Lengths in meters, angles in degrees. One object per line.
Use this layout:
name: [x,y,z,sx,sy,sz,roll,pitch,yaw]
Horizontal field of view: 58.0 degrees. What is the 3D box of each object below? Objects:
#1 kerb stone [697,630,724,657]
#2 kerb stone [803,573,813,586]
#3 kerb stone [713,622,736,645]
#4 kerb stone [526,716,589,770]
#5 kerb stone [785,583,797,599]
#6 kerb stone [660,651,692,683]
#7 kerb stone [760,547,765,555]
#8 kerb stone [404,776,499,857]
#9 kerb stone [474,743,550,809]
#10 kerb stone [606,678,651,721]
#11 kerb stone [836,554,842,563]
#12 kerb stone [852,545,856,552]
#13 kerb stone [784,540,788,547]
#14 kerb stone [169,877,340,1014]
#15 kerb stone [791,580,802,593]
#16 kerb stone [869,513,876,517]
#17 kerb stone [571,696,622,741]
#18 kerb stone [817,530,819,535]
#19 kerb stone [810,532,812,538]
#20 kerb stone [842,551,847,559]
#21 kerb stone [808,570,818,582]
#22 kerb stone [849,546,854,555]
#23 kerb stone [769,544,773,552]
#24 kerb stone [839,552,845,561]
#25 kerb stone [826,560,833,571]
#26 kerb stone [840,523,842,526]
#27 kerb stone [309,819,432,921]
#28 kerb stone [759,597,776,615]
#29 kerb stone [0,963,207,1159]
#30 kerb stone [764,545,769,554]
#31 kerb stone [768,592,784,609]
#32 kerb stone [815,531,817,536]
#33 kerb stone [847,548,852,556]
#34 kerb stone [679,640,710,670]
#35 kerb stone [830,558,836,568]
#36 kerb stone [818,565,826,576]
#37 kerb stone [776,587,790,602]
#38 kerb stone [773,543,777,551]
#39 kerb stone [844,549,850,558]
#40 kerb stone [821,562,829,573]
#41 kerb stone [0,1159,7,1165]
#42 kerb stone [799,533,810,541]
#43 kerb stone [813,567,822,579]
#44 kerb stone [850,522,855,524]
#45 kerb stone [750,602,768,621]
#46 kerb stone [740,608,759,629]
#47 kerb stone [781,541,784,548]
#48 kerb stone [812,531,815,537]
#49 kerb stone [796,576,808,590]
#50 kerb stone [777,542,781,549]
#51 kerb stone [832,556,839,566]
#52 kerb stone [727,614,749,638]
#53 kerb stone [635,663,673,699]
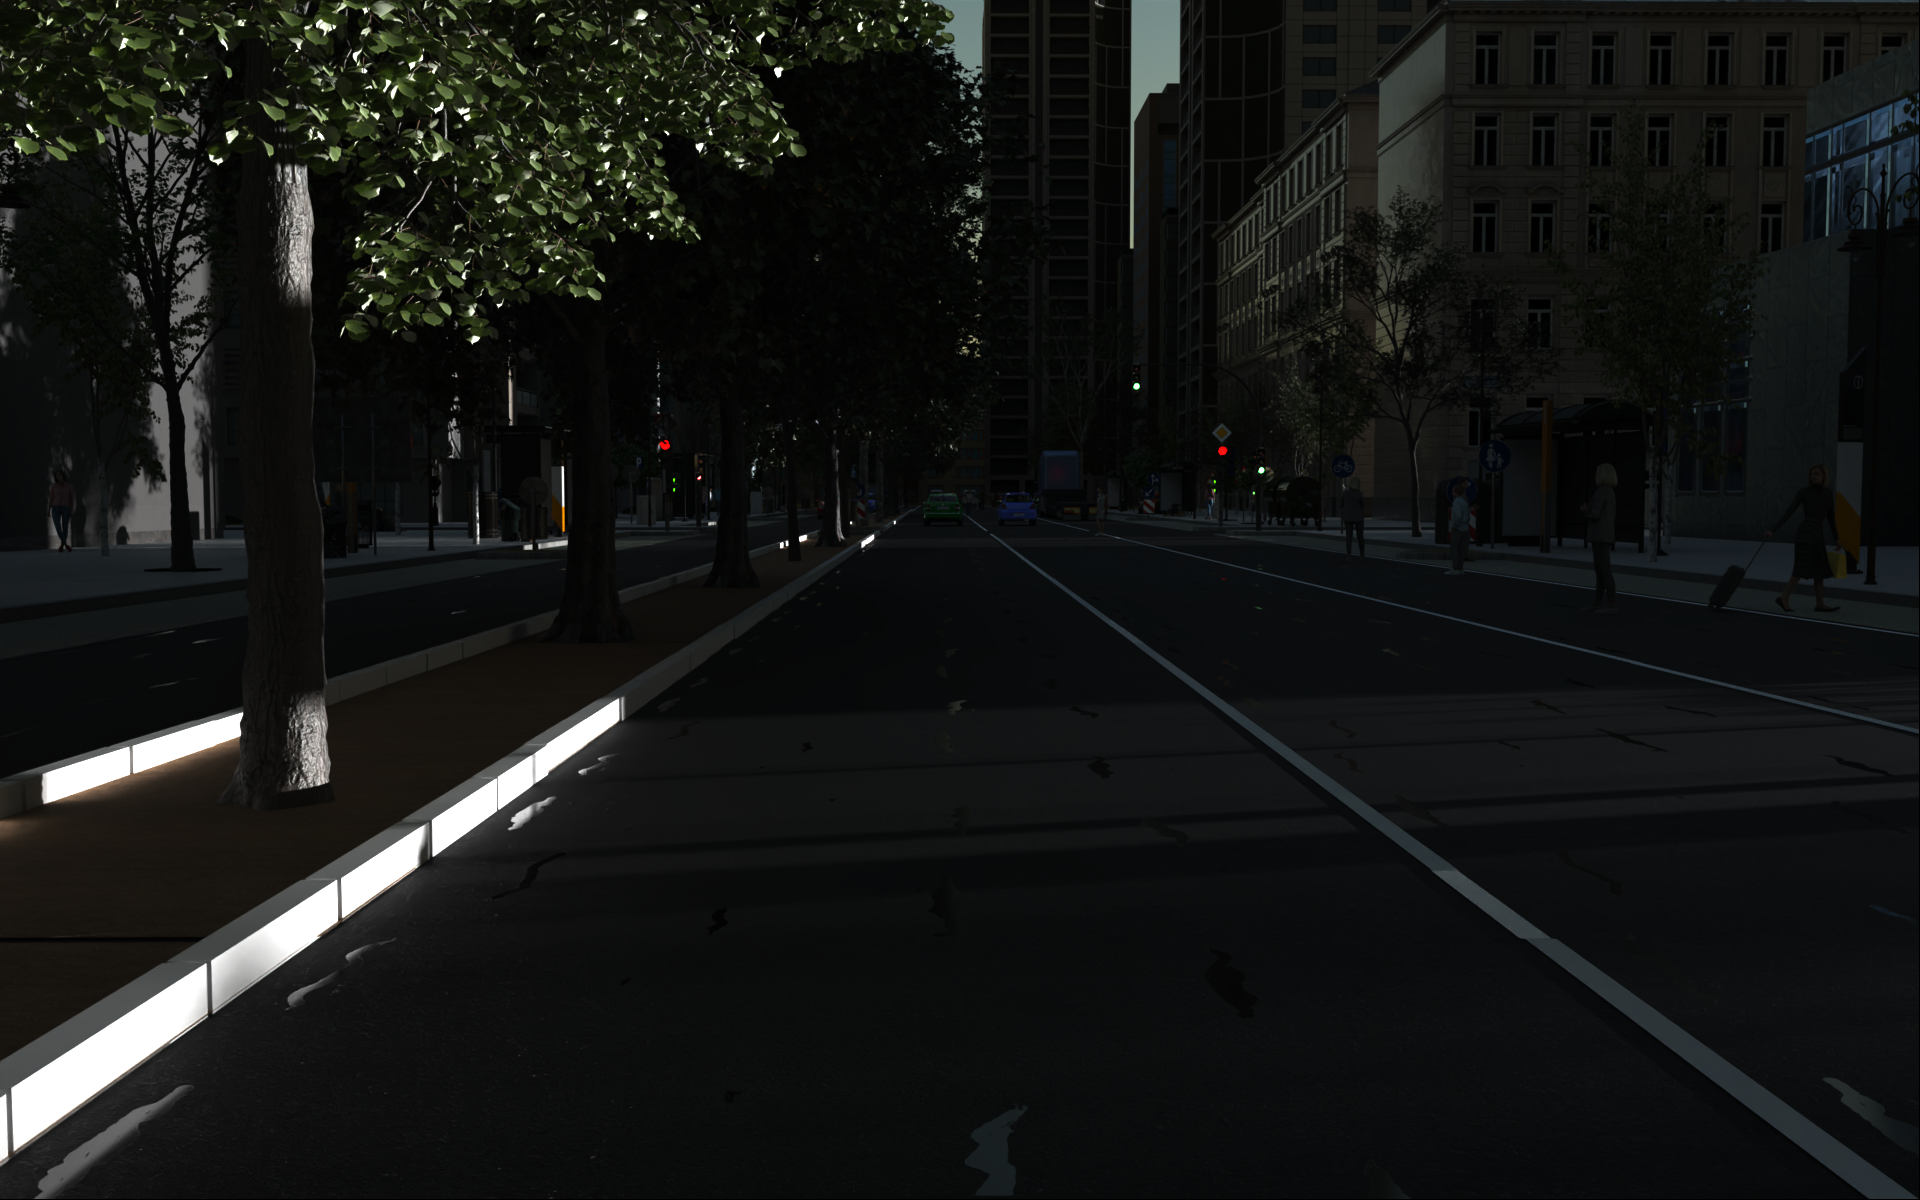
kerb stone: [-2.264,0.410,15.525,0.120,0.150,1.000,0,4,-1]
kerb stone: [-2.413,-0.281,26.813,0.120,0.150,1.000,0,4,-1]
kerb stone: [-2.283,0.345,16.557,0.120,0.150,1.000,0,4,-1]
kerb stone: [-2.184,0.784,9.382,0.120,0.150,1.000,0,4,-1]
kerb stone: [-2.368,-0.094,23.735,0.120,0.150,1.000,0,4,-1]
kerb stone: [-2.233,0.535,13.473,0.120,0.150,1.000,0,4,-1]
kerb stone: [-4.693,-1.095,40.099,0.120,0.150,1.000,0,4,-1]
kerb stone: [-2.148,0.912,7.329,0.120,0.150,1.000,0,4,-1]
kerb stone: [-2.160,0.847,8.351,0.120,0.150,1.000,0,4,-1]
kerb stone: [-2.201,0.660,11.429,0.120,0.150,1.000,0,4,-1]
kerb stone: [-2.523,-0.784,35.009,0.120,0.150,1.000,0,4,-1]
kerb stone: [-2.606,-1.160,41.158,0.120,0.150,1.000,0,4,-1]
kerb stone: [-4.775,-1.471,46.239,0.120,0.150,1.000,0,4,-1]
kerb stone: [-2.125,1.036,5.263,0.120,0.150,1.000,0,4,-1]
kerb stone: [-2.390,-0.157,24.757,0.120,0.150,1.000,0,4,-1]
kerb stone: [-5.665,-5.515,112.389,0.120,0.150,1.000,0,4,-1]
kerb stone: [-2.199,0.723,10.407,0.120,0.150,1.000,0,4,-1]
kerb stone: [-4.946,-2.221,58.547,0.120,0.150,1.000,0,4,-1]
kerb stone: [-4.908,-2.035,55.463,0.120,0.150,1.000,0,4,-1]
kerb stone: [-2.552,-0.909,37.062,0.120,0.150,1.000,0,4,-1]
kerb stone: [-2.420,-0.345,27.835,0.120,0.150,1.000,0,4,-1]
kerb stone: [-2.592,-1.096,40.134,0.120,0.150,1.000,0,4,-1]
kerb stone: [-4.722,-1.220,42.149,0.120,0.150,1.000,0,4,-1]
kerb stone: [-2.533,-0.847,36.040,0.120,0.150,1.000,0,4,-1]
kerb stone: [-2.481,-0.596,31.935,0.120,0.150,1.000,0,4,-1]
kerb stone: [-5.198,-3.383,77.532,0.120,0.150,1.000,0,4,-1]
kerb stone: [-2.137,0.976,6.300,0.120,0.150,1.000,0,4,-1]
kerb stone: [-2.336,0.095,20.648,0.120,0.150,1.000,0,4,-1]
kerb stone: [-2.114,1.098,4.241,0.120,0.150,1.000,0,4,-1]
kerb stone: [-4.708,-1.158,41.121,0.120,0.150,1.000,0,4,-1]
kerb stone: [-2.343,0.032,21.680,0.120,0.150,1.000,0,4,-1]
kerb stone: [-4.923,-2.159,57.518,0.120,0.150,1.000,0,4,-1]
kerb stone: [-2.580,-1.034,39.105,0.120,0.150,1.000,0,4,-1]
kerb stone: [-2.244,0.471,14.502,0.120,0.150,1.000,0,4,-1]
kerb stone: [-2.497,-0.659,32.963,0.120,0.150,1.000,0,4,-1]
kerb stone: [-2.455,-0.467,29.880,0.120,0.150,1.000,0,4,-1]
kerb stone: [-2.364,-0.031,22.707,0.120,0.150,1.000,0,4,-1]
kerb stone: [-4.727,-1.281,43.171,0.120,0.150,1.000,0,4,-1]
kerb stone: [-2.564,-0.972,38.083,0.120,0.150,1.000,0,4,-1]
kerb stone: [-2.466,-0.532,30.913,0.120,0.150,1.000,0,4,-1]
kerb stone: [-2.099,1.165,3.219,0.120,0.150,1.000,0,4,-1]
kerb stone: [-4.890,-1.969,54.441,0.120,0.150,1.000,0,4,-1]
kerb stone: [-2.439,-0.407,28.857,0.120,0.150,1.000,0,4,-1]
kerb stone: [-5.316,-3.949,86.757,0.120,0.150,1.000,0,4,-1]
kerb stone: [-2.318,0.157,19.626,0.120,0.150,1.000,0,4,-1]
kerb stone: [-2.301,0.220,18.601,0.120,0.150,1.000,0,4,-1]
kerb stone: [-4.758,-1.402,45.215,0.120,0.150,1.000,0,4,-1]
kerb stone: [-4.902,-2.098,56.491,0.120,0.150,1.000,0,4,-1]
kerb stone: [-2.404,-0.220,25.785,0.120,0.150,1.000,0,4,-1]
kerb stone: [-4.746,-1.345,44.193,0.120,0.150,1.000,0,4,-1]
kerb stone: [-2.503,-0.715,33.987,0.120,0.150,1.000,0,4,-1]
kerb stone: [-2.285,0.282,17.579,0.120,0.150,1.000,0,4,-1]
kerb stone: [-2.217,0.596,12.451,0.120,0.150,1.000,0,4,-1]
